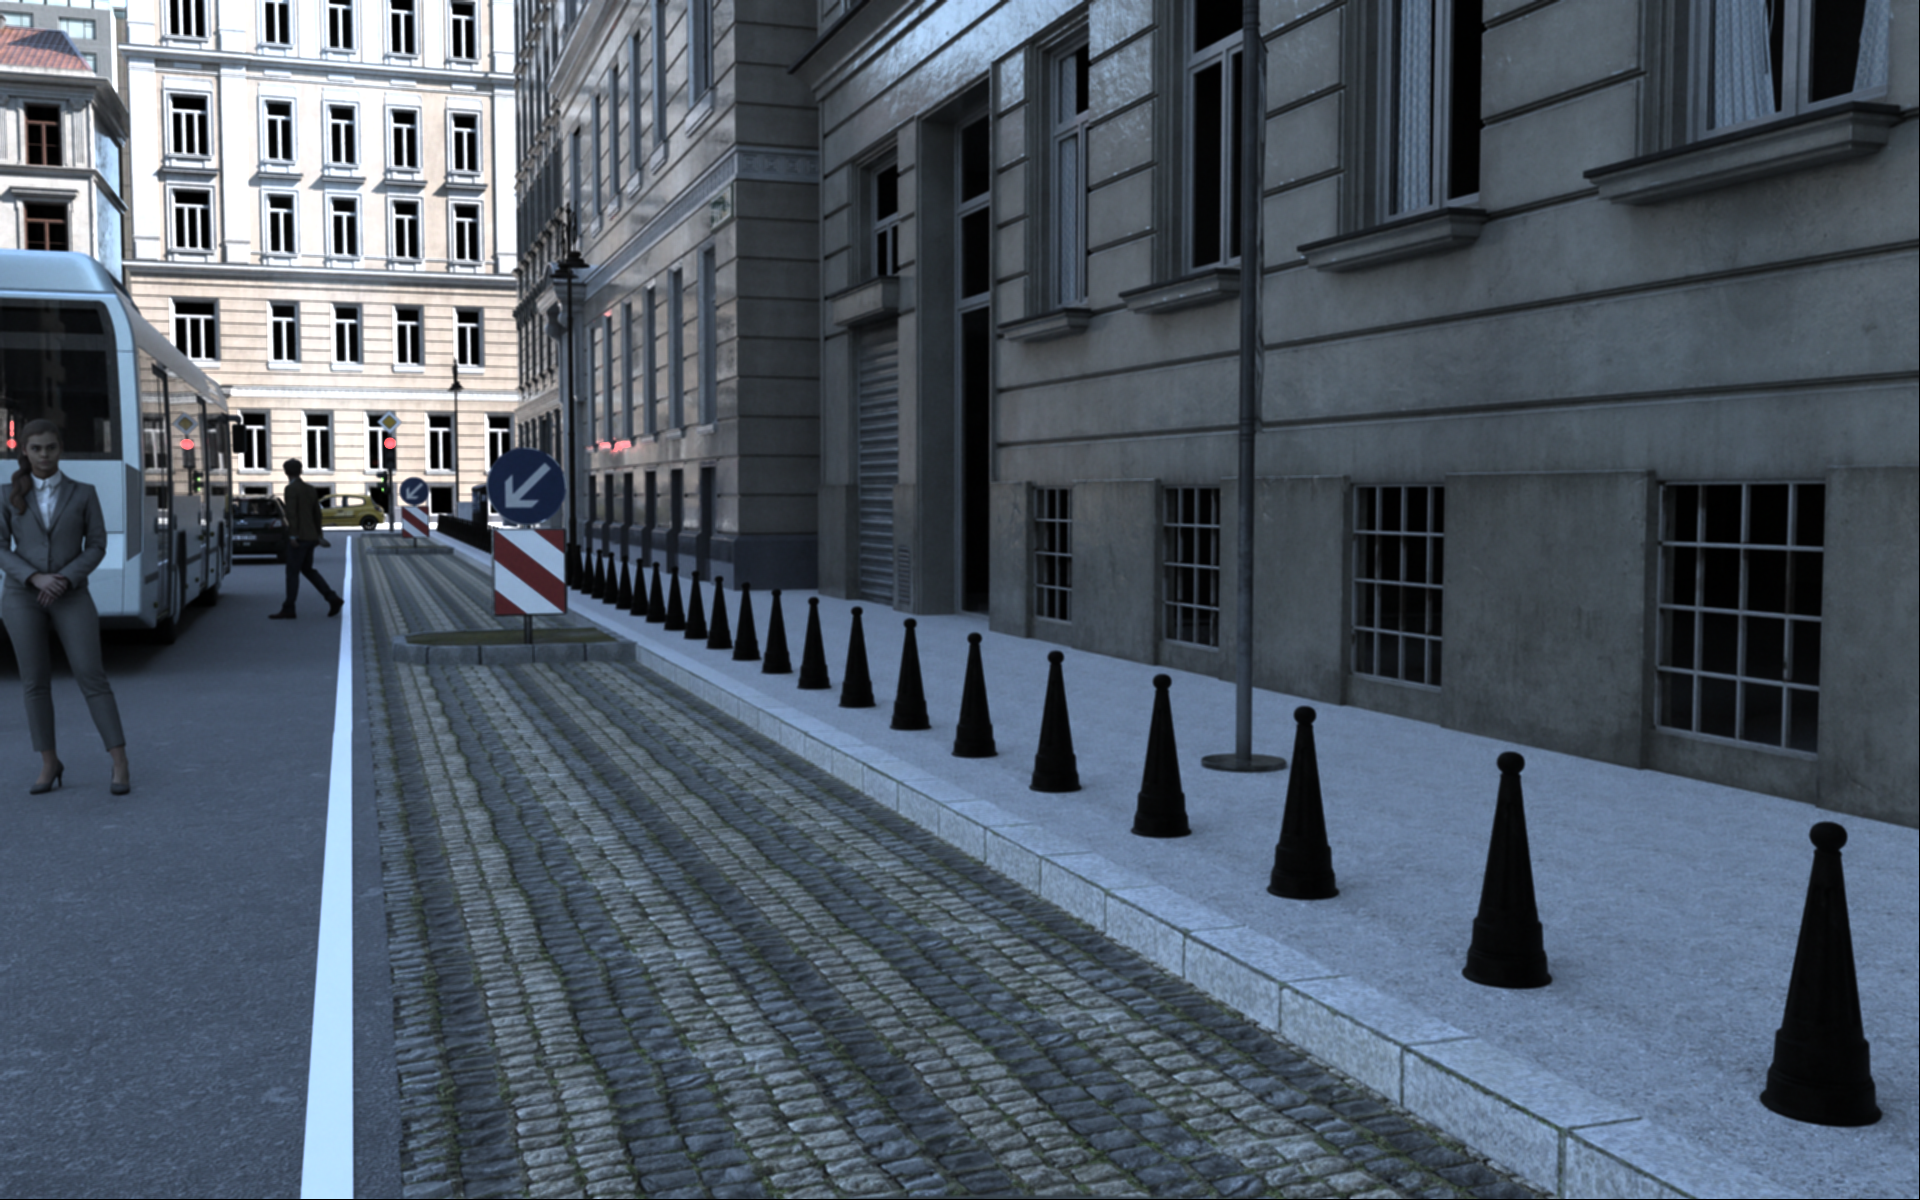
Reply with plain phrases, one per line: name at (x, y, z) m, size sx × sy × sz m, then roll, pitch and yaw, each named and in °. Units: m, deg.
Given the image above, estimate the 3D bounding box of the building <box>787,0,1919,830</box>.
building at (9.751, -10.838, 10.492) m, size 16.112 × 22.955 × 30.059 m, roll -1°, pitch 4°, yaw -19°

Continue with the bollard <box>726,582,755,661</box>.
bollard at (-1.657, 0.160, 13.423) m, size 0.229 × 0.601 × 0.229 m, roll 0°, pitch 3°, yaw 0°

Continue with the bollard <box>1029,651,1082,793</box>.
bollard at (0.416, 0.521, 7.531) m, size 0.229 × 0.601 × 0.229 m, roll 0°, pitch 3°, yaw 0°

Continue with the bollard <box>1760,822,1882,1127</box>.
bollard at (1.799, 0.761, 3.604) m, size 0.229 × 0.601 × 0.229 m, roll 0°, pitch 3°, yaw 0°

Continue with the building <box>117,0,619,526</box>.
building at (-27.263, -18.015, 80.454) m, size 20.117 × 28.700 × 13.634 m, roll -1°, pitch 4°, yaw -19°

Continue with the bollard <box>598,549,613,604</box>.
bollard at (-4.088, -0.261, 20.316) m, size 0.229 × 0.601 × 0.229 m, roll 0°, pitch 3°, yaw 0°

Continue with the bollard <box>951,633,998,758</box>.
bollard at (0.072, 0.461, 8.510) m, size 0.229 × 0.601 × 0.229 m, roll 0°, pitch 3°, yaw 0°

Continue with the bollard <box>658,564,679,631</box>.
bollard at (-2.691, -0.020, 16.363) m, size 0.229 × 0.601 × 0.229 m, roll 0°, pitch 3°, yaw 0°

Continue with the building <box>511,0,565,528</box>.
building at (-7.647, -12.364, 51.296) m, size 9.793 × 20.994 × 18.267 m, roll -1°, pitch 4°, yaw -19°

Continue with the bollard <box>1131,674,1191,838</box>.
bollard at (0.763, 0.580, 6.553) m, size 0.229 × 0.601 × 0.229 m, roll 0°, pitch 3°, yaw 0°

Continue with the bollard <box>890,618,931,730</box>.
bollard at (-0.272, 0.401, 9.490) m, size 0.229 × 0.601 × 0.229 m, roll 0°, pitch 3°, yaw 0°

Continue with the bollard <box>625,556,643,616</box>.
bollard at (-3.391, -0.141, 18.347) m, size 0.229 × 0.601 × 0.229 m, roll 0°, pitch 3°, yaw 0°

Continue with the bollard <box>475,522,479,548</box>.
bollard at (-11.011, -1.465, 39.992) m, size 0.229 × 0.601 × 0.229 m, roll 0°, pitch 3°, yaw 0°

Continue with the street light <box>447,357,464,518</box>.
street light at (-17.019, -5.246, 58.560) m, size 0.468 × 5.910 × 1.993 m, roll -1°, pitch 4°, yaw -19°

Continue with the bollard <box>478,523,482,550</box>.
bollard at (-10.661, -1.405, 39.010) m, size 0.229 × 0.601 × 0.229 m, roll 0°, pitch 3°, yaw 0°

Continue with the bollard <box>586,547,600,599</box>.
bollard at (-4.430, -0.321, 21.296) m, size 0.229 × 0.601 × 0.229 m, roll 0°, pitch 3°, yaw 0°

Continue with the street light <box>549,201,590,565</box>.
street light at (-6.206, -3.354, 27.622) m, size 0.468 × 5.910 × 1.993 m, roll -1°, pitch 4°, yaw -19°

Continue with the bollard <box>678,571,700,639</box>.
bollard at (-2.345, 0.040, 15.382) m, size 0.229 × 0.601 × 0.229 m, roll 0°, pitch 3°, yaw 0°

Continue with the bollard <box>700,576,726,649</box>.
bollard at (-2.002, 0.100, 14.402) m, size 0.229 × 0.601 × 0.229 m, roll 0°, pitch 3°, yaw 0°

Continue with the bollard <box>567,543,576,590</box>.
bollard at (-5.123, -0.442, 23.263) m, size 0.229 × 0.601 × 0.229 m, roll 0°, pitch 3°, yaw 0°

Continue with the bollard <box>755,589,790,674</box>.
bollard at (-1.317, 0.220, 12.443) m, size 0.229 × 0.601 × 0.229 m, roll 0°, pitch 3°, yaw 0°

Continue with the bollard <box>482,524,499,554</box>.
bollard at (-10.318, -1.345, 38.030) m, size 0.229 × 0.601 × 0.229 m, roll 0°, pitch 3°, yaw 0°

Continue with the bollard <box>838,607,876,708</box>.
bollard at (-0.622, 0.340, 10.475) m, size 0.229 × 0.601 × 0.229 m, roll 0°, pitch 3°, yaw 0°

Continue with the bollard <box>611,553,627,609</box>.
bollard at (-3.738, -0.202, 19.339) m, size 0.229 × 0.601 × 0.229 m, roll 0°, pitch 3°, yaw 0°

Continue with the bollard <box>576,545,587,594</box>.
bollard at (-4.774, -0.381, 22.275) m, size 0.229 × 0.601 × 0.229 m, roll 0°, pitch 3°, yaw 0°

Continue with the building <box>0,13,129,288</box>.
building at (-46.382, -14.453, 72.467) m, size 21.152 × 22.565 × 11.583 m, roll -1°, pitch 4°, yaw -19°

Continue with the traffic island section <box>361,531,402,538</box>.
traffic island section at (-19.116, -2.204, 58.321) m, size 2.009 × 0.180 × 2.903 m, roll -1°, pitch 4°, yaw -19°

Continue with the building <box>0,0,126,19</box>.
building at (-71.656, -27.897, 139.717) m, size 14.154 × 41.232 × 14.086 m, roll -1°, pitch 4°, yaw -19°

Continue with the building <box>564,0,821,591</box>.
building at (-0.352, -15.132, 33.314) m, size 13.634 × 28.700 × 20.117 m, roll -1°, pitch 4°, yaw -19°

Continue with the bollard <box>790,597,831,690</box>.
bollard at (-0.967, 0.281, 11.455) m, size 0.229 × 0.601 × 0.229 m, roll 0°, pitch 3°, yaw 0°

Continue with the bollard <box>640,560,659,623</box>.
bollard at (-3.041, -0.080, 17.348) m, size 0.229 × 0.601 × 0.229 m, roll 0°, pitch 3°, yaw 0°

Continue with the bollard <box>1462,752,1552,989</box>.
bollard at (1.452, 0.701, 4.582) m, size 0.229 × 0.601 × 0.229 m, roll 0°, pitch 3°, yaw 0°

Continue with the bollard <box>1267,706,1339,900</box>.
bollard at (1.105, 0.641, 5.566) m, size 0.229 × 0.601 × 0.229 m, roll 0°, pitch 3°, yaw 0°
